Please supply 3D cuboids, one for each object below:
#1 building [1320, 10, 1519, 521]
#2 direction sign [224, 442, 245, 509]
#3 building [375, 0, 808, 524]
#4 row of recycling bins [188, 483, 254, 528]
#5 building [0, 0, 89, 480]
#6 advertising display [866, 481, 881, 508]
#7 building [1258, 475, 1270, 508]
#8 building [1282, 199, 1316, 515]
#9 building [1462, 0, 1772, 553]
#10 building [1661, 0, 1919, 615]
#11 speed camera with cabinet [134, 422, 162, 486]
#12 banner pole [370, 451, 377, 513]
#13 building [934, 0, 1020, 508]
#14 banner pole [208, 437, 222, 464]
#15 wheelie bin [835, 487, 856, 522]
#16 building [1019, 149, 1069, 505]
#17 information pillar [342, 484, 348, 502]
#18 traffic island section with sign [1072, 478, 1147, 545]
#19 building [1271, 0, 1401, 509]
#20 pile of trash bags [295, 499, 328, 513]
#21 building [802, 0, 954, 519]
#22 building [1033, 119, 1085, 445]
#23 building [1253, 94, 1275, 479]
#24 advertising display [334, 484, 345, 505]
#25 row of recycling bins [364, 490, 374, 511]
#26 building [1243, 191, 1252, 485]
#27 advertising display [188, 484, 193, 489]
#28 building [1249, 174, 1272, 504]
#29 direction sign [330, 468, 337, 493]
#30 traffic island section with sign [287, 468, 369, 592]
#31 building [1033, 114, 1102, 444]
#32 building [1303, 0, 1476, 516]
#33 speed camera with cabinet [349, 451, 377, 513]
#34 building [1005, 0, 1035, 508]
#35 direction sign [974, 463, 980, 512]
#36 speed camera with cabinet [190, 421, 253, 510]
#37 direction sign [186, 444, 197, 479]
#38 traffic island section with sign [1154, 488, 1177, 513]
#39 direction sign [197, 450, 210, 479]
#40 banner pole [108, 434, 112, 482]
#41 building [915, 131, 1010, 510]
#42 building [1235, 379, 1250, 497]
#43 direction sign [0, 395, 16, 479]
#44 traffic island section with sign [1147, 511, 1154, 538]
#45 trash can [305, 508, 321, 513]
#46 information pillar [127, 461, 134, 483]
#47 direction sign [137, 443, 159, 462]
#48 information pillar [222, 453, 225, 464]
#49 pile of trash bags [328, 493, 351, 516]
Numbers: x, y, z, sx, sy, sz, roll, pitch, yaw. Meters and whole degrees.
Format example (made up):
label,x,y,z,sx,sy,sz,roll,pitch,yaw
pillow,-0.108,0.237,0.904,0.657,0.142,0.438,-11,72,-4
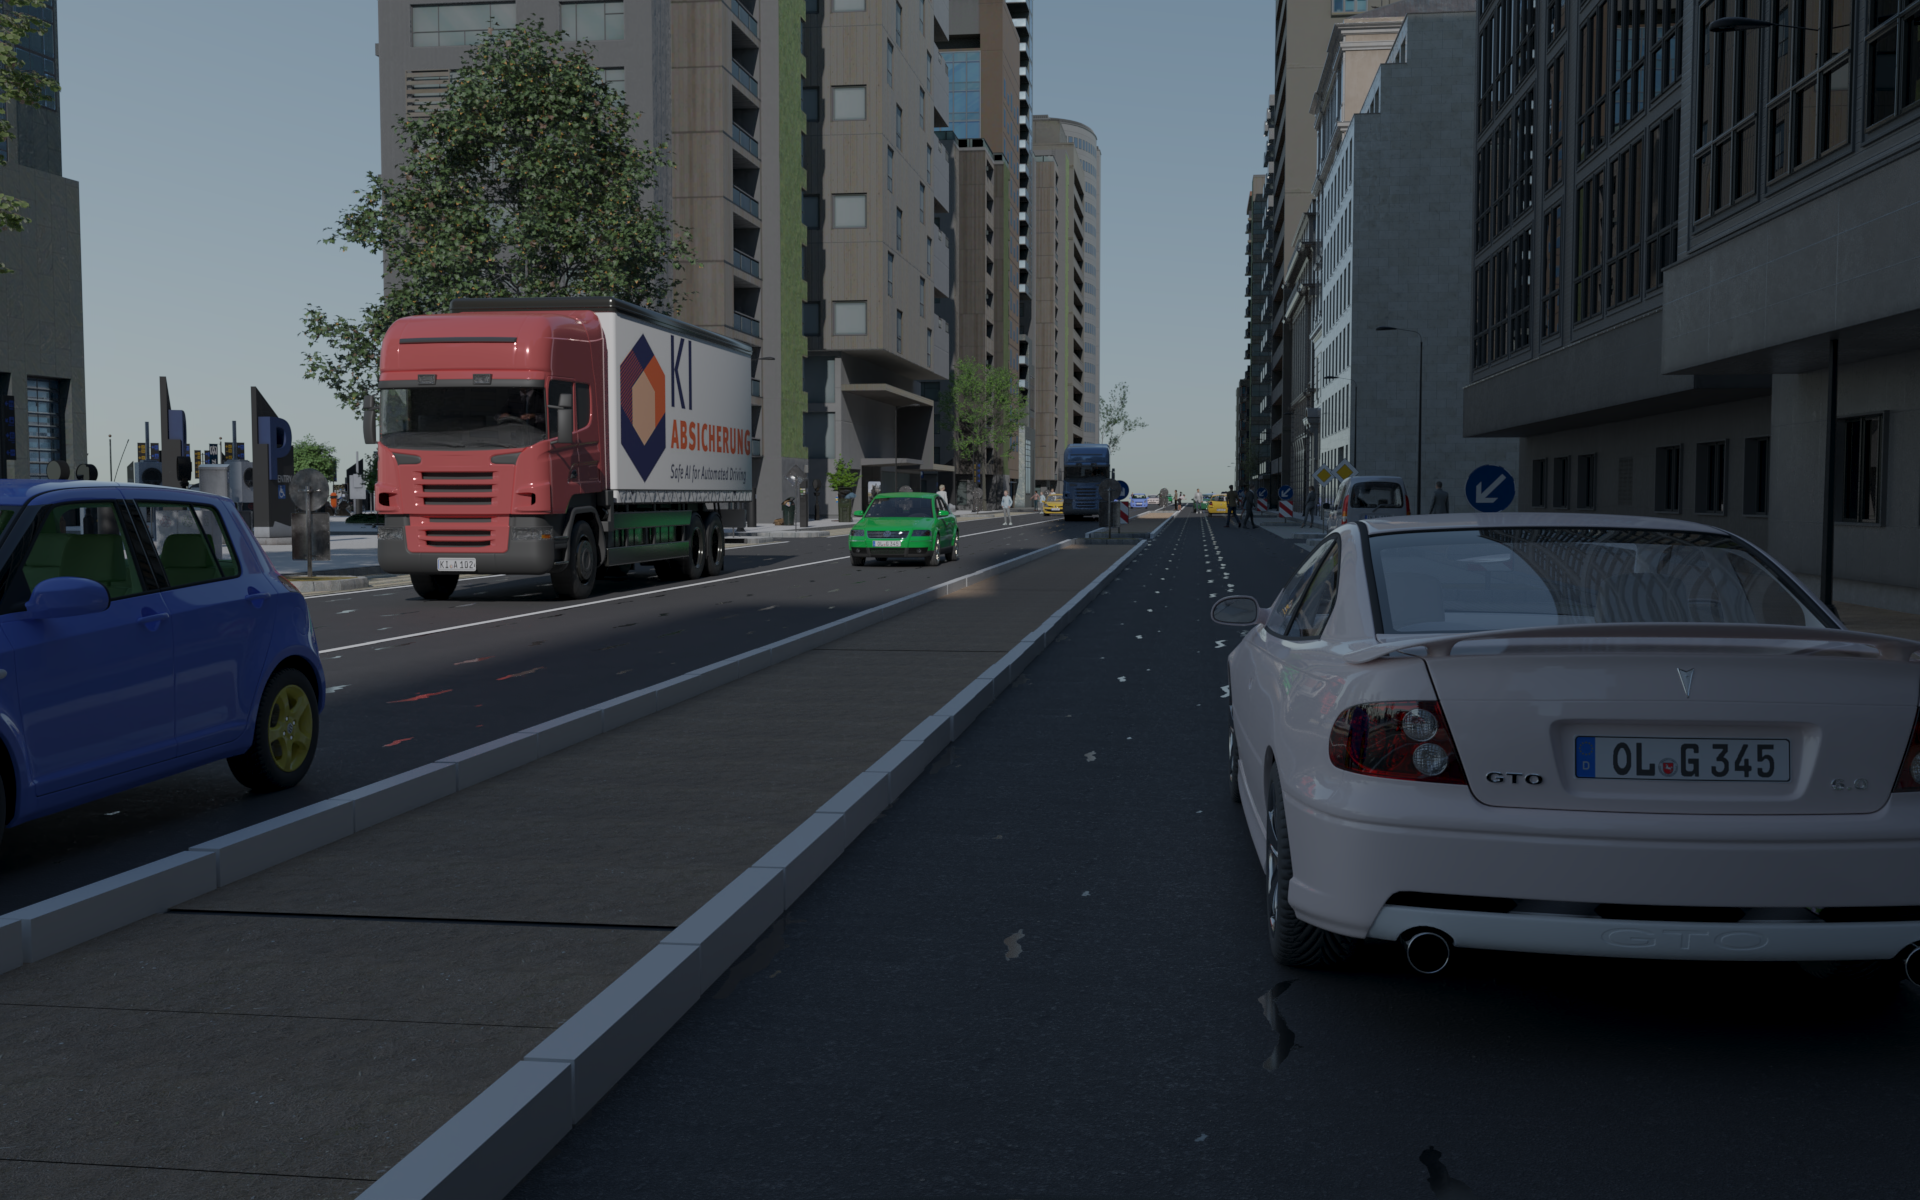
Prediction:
label,x,y,z,sx,sy,sz,roll,pitch,yaw
building,22.018,-13.600,77.107,10.420,20.320,16.860,0,4,8
direction sign,-31.656,-5.118,75.672,0.379,3.537,0.876,3,5,42
building,-14.884,-23.816,72.979,14.154,41.232,14.086,0,4,8
row of recycling bins,-27.608,-3.610,66.133,3.534,1.692,1.069,-3,5,-40
building,-56.015,-46.657,75.512,31.000,86.520,22.319,0,4,8
advertising display,-4.174,-4.806,83.796,0.123,1.923,0.974,3,5,39
building,44.481,-28.701,161.149,32.217,40.220,23.993,0,4,8
building,29.149,-16.879,117.775,13.314,21.916,24.055,0,4,8
building,19.030,-14.704,33.919,14.314,27.812,24.014,0,4,8
building,14.047,-11.471,6.620,14.314,24.678,30.058,0,4,8
speed camera with cabinet,-22.616,-3.207,46.776,2.038,3.252,0.660,-3,4,-37
banner pole,-29.730,-6.031,88.630,0.863,3.779,0.401,2,4,34
building,-2.269,-30.905,155.409,14.600,45.320,14.200,0,4,8
banner pole,-32.436,-5.237,75.648,0.401,3.779,0.863,2,4,26
wheelie bin,-5.177,-4.314,78.450,0.980,1.594,0.693,0,4,1
building,5.041,-31.621,200.603,14.154,41.232,14.086,0,4,8
information pillar,-42.916,-7.118,120.870,0.304,2.012,0.304,3,4,38
traffic island section with sign,4.249,-2.535,49.580,2.006,1.907,1.989,0,4,8
building,36.397,-31.519,139.033,21.300,48.544,21.600,0,4,8
pile of trash bags,-34.748,-4.870,89.381,3.447,1.369,1.912,2,4,26
building,-15.438,-31.344,101.707,28.713,52.752,27.495,0,4,8
building,5.032,-37.004,228.709,21.300,48.544,21.600,0,4,8
building,44.408,-34.795,188.506,23.786,49.044,30.456,0,4,8
advertising display,-41.862,-6.824,116.793,0.123,1.923,0.974,2,4,30
row of recycling bins,-45.742,-7.810,134.812,1.069,1.692,3.534,1,4,13
building,51.332,-36.029,243.700,22.147,44.769,28.867,0,4,8
advertising display,-49.295,-6.490,111.328,0.974,1.923,0.123,3,4,37
building,44.452,-32.994,223.042,14.154,41.232,14.086,0,4,8
direction sign,-39.879,-7.234,110.265,0.379,3.537,0.876,0,4,7
traffic island section with sign,-10.063,-1.066,26.055,1.989,1.847,2.006,0,4,8
building,10.489,-44.479,269.224,21.231,58.520,28.212,0,4,8
building,26.414,-18.903,94.968,13.634,28.700,20.117,0,4,8
speed camera with cabinet,-27.331,-5.280,80.660,2.038,3.252,0.660,-1,4,-23
building,-2.841,-52.900,177.587,22.319,86.520,31.000,0,4,8
direction sign,1.211,-8.139,125.069,0.379,3.537,0.876,-2,4,-33
speed camera with cabinet,-19.531,-3.160,45.999,0.660,3.252,2.038,1,4,15
direction sign,-34.893,-5.243,77.713,0.876,3.537,0.379,1,4,14
traffic island section with sign,15.459,-7.537,131.364,2.006,1.907,1.989,0,4,8
direction sign,-38.986,-5.948,89.252,0.379,3.537,0.876,3,5,40
banner pole,-35.523,-5.043,72.471,0.401,3.779,0.863,-2,4,-24
building,-3.662,-22.600,141.218,14.160,30.474,14.107,0,4,8
building,57.655,-26.153,272.644,27.650,21.520,28.899,0,4,8
direction sign,-21.854,-2.907,39.520,0.379,3.537,0.876,1,4,11
traffic island section with sign,5.265,-2.984,56.917,2.006,1.907,1.989,0,4,8
trash can,-25.726,-3.497,68.823,0.748,1.137,0.748,0,3,0
information pillar,-58.464,-8.000,122.152,0.504,3.616,0.183,0,4,6
direction sign,-35.741,-5.159,76.345,0.876,3.537,0.379,-3,4,-37
information pillar,-40.793,-6.407,96.105,0.183,3.616,0.504,1,4,18
pile of trash bags,-36.985,-5.656,102.231,1.912,1.369,3.447,-1,4,-20
